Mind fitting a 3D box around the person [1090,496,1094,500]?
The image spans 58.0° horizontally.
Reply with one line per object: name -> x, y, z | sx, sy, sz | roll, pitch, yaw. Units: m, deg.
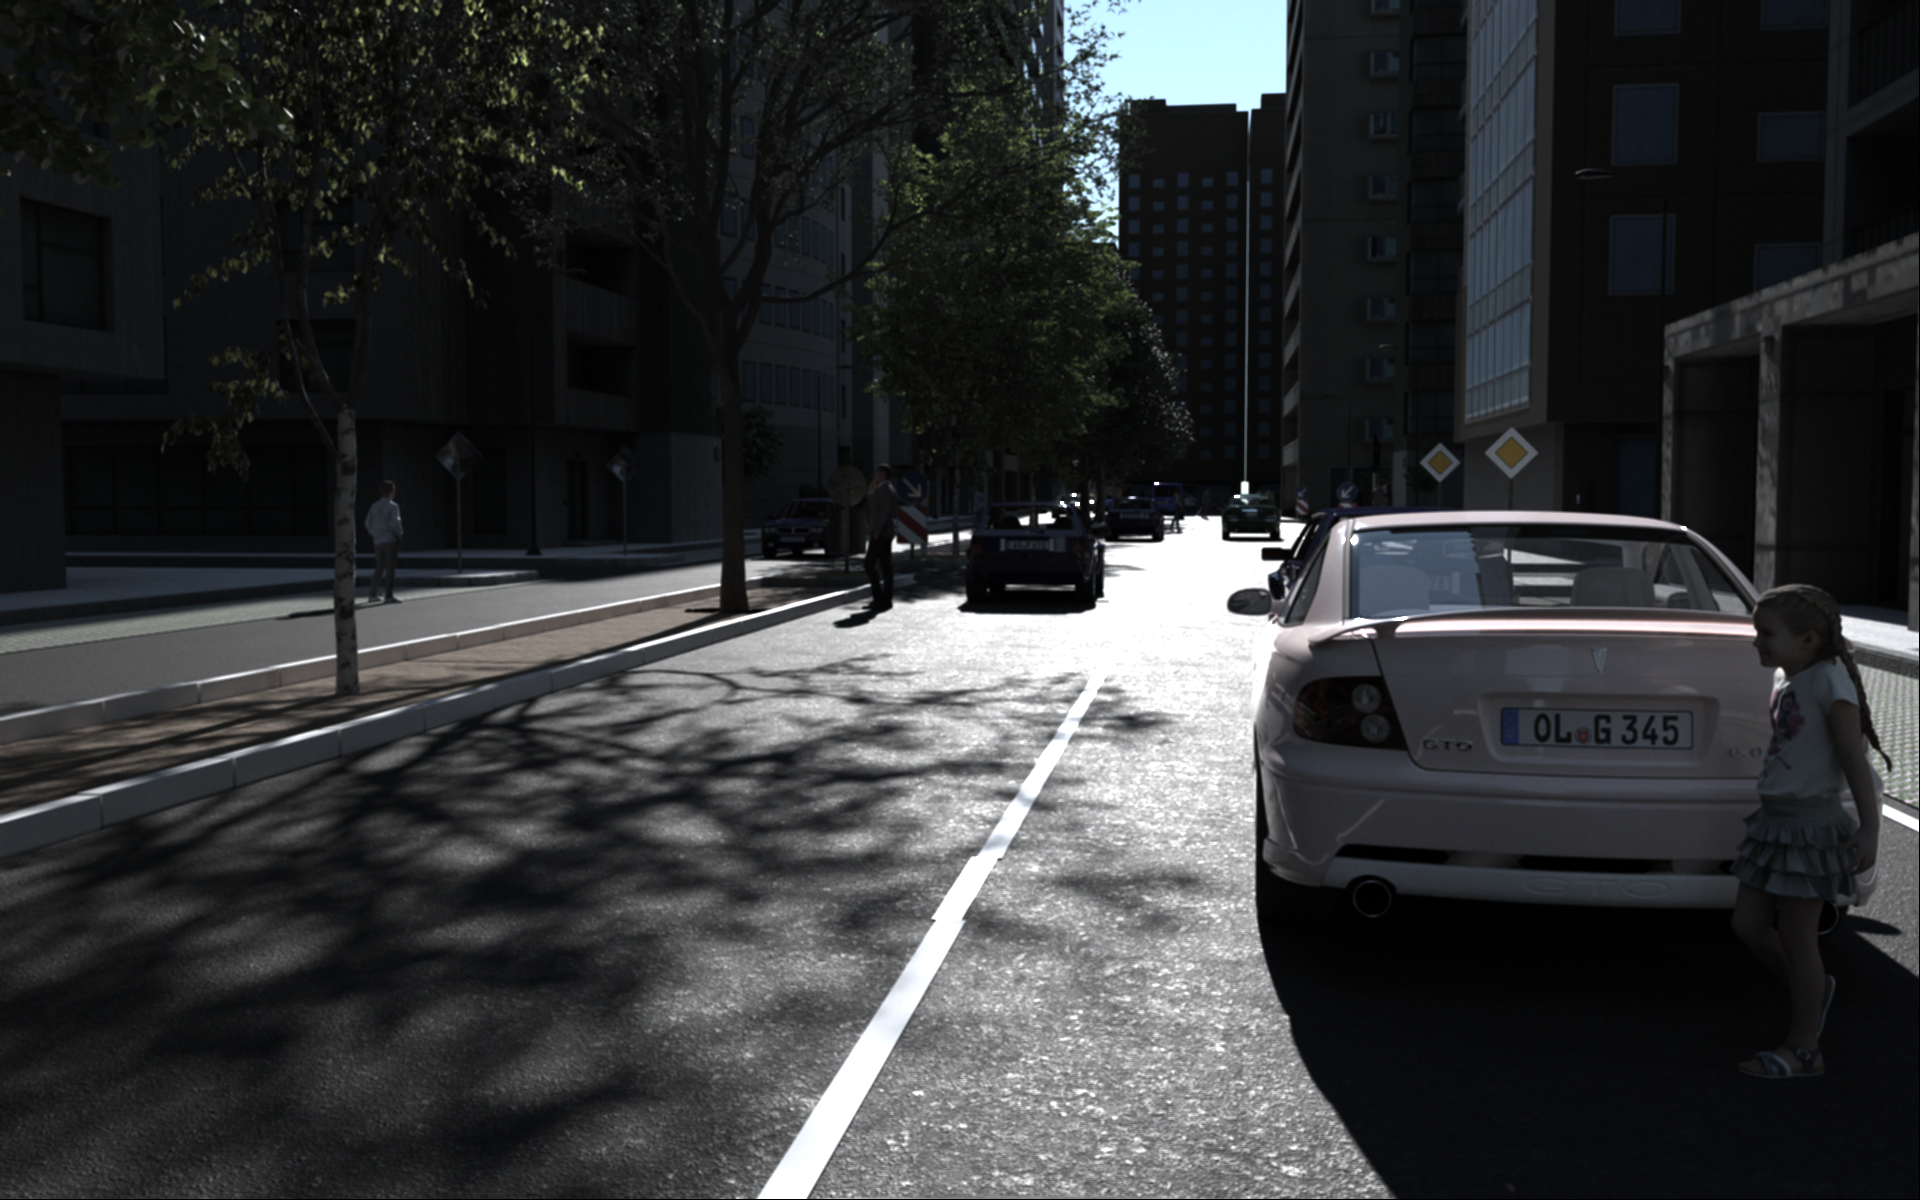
person -> 8.825, -6.838, 120.827 | 1.217, 1.766, 0.721 | -1, 4, -21

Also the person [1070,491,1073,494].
person -> 7.407, -6.472, 115.038 | 1.217, 1.743, 0.721 | 1, 4, 10

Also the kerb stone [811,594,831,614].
kerb stone -> -1.765, 0.067, 21.105 | 0.120, 0.150, 1.000 | 1, 4, 8

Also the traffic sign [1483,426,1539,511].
traffic sign -> 8.109, -1.339, 25.536 | 0.795, 2.450, 0.064 | 1, 4, 8

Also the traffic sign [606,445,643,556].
traffic sign -> -6.925, -1.966, 35.785 | 0.795, 2.450, 0.064 | 1, 4, 8

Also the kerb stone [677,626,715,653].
kerb stone -> -2.492, 0.377, 16.037 | 0.120, 0.150, 1.000 | 1, 4, 8

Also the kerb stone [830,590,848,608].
kerb stone -> -1.622, 0.005, 22.117 | 0.120, 0.150, 1.000 | 1, 4, 8

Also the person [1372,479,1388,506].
person -> 11.576, -2.406, 47.644 | 0.447, 1.846, 0.655 | -1, 4, -10

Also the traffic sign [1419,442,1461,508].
traffic sign -> 9.250, -1.822, 33.439 | 0.795, 2.450, 0.064 | 1, 4, 8

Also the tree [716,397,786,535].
tree -> -7.160, -4.350, 54.842 | 4.285, 4.588, 4.351 | 0, 3, 0

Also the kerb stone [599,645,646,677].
kerb stone -> -2.783, 0.505, 14.014 | 0.120, 0.150, 1.000 | 1, 4, 8

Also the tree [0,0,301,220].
tree -> -4.771, -5.186, 5.368 | 7.486, 12.596, 7.792 | 0, 3, 0

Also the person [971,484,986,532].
person -> 0.698, -3.448, 65.132 | 0.793, 1.790, 0.793 | 2, 4, 30

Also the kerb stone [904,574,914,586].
kerb stone -> -0.871, -0.303, 27.206 | 0.120, 0.150, 1.000 | 1, 4, 8

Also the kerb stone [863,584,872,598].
kerb stone -> -1.317, -0.120, 24.150 | 0.120, 0.150, 1.000 | 1, 4, 8

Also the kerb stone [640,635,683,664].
kerb stone -> -2.633, 0.439, 15.025 | 0.120, 0.150, 1.000 | 1, 4, 8

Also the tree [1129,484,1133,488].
tree -> 7.881, -8.679, 94.727 | 4.737, 8.622, 4.395 | 0, 3, 0

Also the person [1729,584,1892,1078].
person -> 2.125, 0.568, 4.232 | 0.382, 1.210, 0.505 | 0, 4, -4

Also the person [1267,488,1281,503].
person -> 20.076, -6.299, 111.590 | 1.348, 1.812, 0.705 | 2, 4, 28

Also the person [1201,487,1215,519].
person -> 13.993, -5.470, 98.063 | 0.853, 1.813, 0.709 | 2, 4, 32

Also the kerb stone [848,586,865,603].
kerb stone -> -1.462, -0.052, 23.127 | 0.120, 0.150, 1.000 | 1, 4, 8

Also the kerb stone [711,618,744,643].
kerb stone -> -2.348, 0.315, 17.052 | 0.120, 0.150, 1.000 | 1, 4, 8

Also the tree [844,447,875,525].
tree -> -4.349, -4.676, 71.056 | 1.663, 3.219, 1.824 | 0, 3, 0

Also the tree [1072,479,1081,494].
tree -> 12.640, -11.778, 187.165 | 1.663, 3.219, 1.824 | 0, 3, 0

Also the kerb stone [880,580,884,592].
kerb stone -> -1.171, -0.179, 25.170 | 0.120, 0.150, 1.000 | 1, 4, 8

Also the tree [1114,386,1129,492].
tree -> 4.387, -7.162, 69.926 | 4.737, 8.622, 4.395 | 0, 3, 0

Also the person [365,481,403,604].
person -> -7.513, -0.758, 22.704 | 0.589, 1.601, 0.330 | 2, 4, 33

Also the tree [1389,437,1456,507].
tree -> 15.871, -3.953, 59.231 | 1.663, 3.219, 1.824 | 0, 3, 0

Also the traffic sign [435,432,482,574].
traffic sign -> -8.065, -1.483, 27.882 | 0.795, 2.450, 0.064 | 1, 4, 8

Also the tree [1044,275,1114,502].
tree -> 2.258, -6.121, 52.897 | 4.737, 8.622, 4.395 | 0, 3, 0

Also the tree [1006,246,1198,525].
tree -> 5.615, -9.677, 77.687 | 9.611, 12.733, 9.660 | 0, 3, 0

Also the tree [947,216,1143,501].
tree -> 2.740, -8.177, 61.910 | 9.928, 11.665, 9.643 | 0, 3, 0

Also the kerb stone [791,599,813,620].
kerb stone -> -1.908, 0.129, 20.093 | 0.120, 0.150, 1.000 | 1, 4, 8

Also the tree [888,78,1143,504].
tree -> 0.986, -7.713, 46.687 | 7.486, 12.596, 7.792 | 0, 3, 0

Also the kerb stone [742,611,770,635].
kerb stone -> -2.197, 0.253, 18.067 | 0.120, 0.150, 1.000 | 1, 4, 8

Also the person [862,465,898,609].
person -> -1.014, -0.798, 21.726 | 0.473, 1.802, 0.592 | 1, 4, 21

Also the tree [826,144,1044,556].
tree -> -0.745, -5.074, 35.775 | 4.737, 8.622, 4.395 | 0, 3, 0

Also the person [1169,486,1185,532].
person -> 8.190, -3.457, 65.610 | 0.643, 1.750, 0.593 | -1, 4, -8

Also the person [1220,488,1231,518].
person -> 15.843, -5.794, 103.582 | 0.721, 1.781, 0.623 | 0, 4, -7

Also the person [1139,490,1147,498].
person -> 16.980, -9.319, 160.873 | 0.705, 1.822, 1.348 | -3, 5, -39

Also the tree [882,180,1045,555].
tree -> -0.079, -5.355, 40.367 | 4.360, 8.622, 3.978 | 0, 3, 0

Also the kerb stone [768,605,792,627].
kerb stone -> -2.052, 0.193, 19.079 | 0.120, 0.150, 1.000 | 1, 4, 8

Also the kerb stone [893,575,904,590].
kerb stone -> -1.029, -0.244, 26.192 | 0.120, 0.150, 1.000 | 1, 4, 8

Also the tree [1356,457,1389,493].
tree -> 18.755, -5.133, 78.531 | 1.663, 3.219, 1.824 | 0, 3, 0

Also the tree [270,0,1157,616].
tree -> -2.710, -6.573, 20.302 | 12.009, 13.543, 11.850 | 0, 3, 0

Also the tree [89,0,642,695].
tree -> -4.351, -3.640, 12.332 | 4.360, 8.622, 3.978 | 0, 3, 0
